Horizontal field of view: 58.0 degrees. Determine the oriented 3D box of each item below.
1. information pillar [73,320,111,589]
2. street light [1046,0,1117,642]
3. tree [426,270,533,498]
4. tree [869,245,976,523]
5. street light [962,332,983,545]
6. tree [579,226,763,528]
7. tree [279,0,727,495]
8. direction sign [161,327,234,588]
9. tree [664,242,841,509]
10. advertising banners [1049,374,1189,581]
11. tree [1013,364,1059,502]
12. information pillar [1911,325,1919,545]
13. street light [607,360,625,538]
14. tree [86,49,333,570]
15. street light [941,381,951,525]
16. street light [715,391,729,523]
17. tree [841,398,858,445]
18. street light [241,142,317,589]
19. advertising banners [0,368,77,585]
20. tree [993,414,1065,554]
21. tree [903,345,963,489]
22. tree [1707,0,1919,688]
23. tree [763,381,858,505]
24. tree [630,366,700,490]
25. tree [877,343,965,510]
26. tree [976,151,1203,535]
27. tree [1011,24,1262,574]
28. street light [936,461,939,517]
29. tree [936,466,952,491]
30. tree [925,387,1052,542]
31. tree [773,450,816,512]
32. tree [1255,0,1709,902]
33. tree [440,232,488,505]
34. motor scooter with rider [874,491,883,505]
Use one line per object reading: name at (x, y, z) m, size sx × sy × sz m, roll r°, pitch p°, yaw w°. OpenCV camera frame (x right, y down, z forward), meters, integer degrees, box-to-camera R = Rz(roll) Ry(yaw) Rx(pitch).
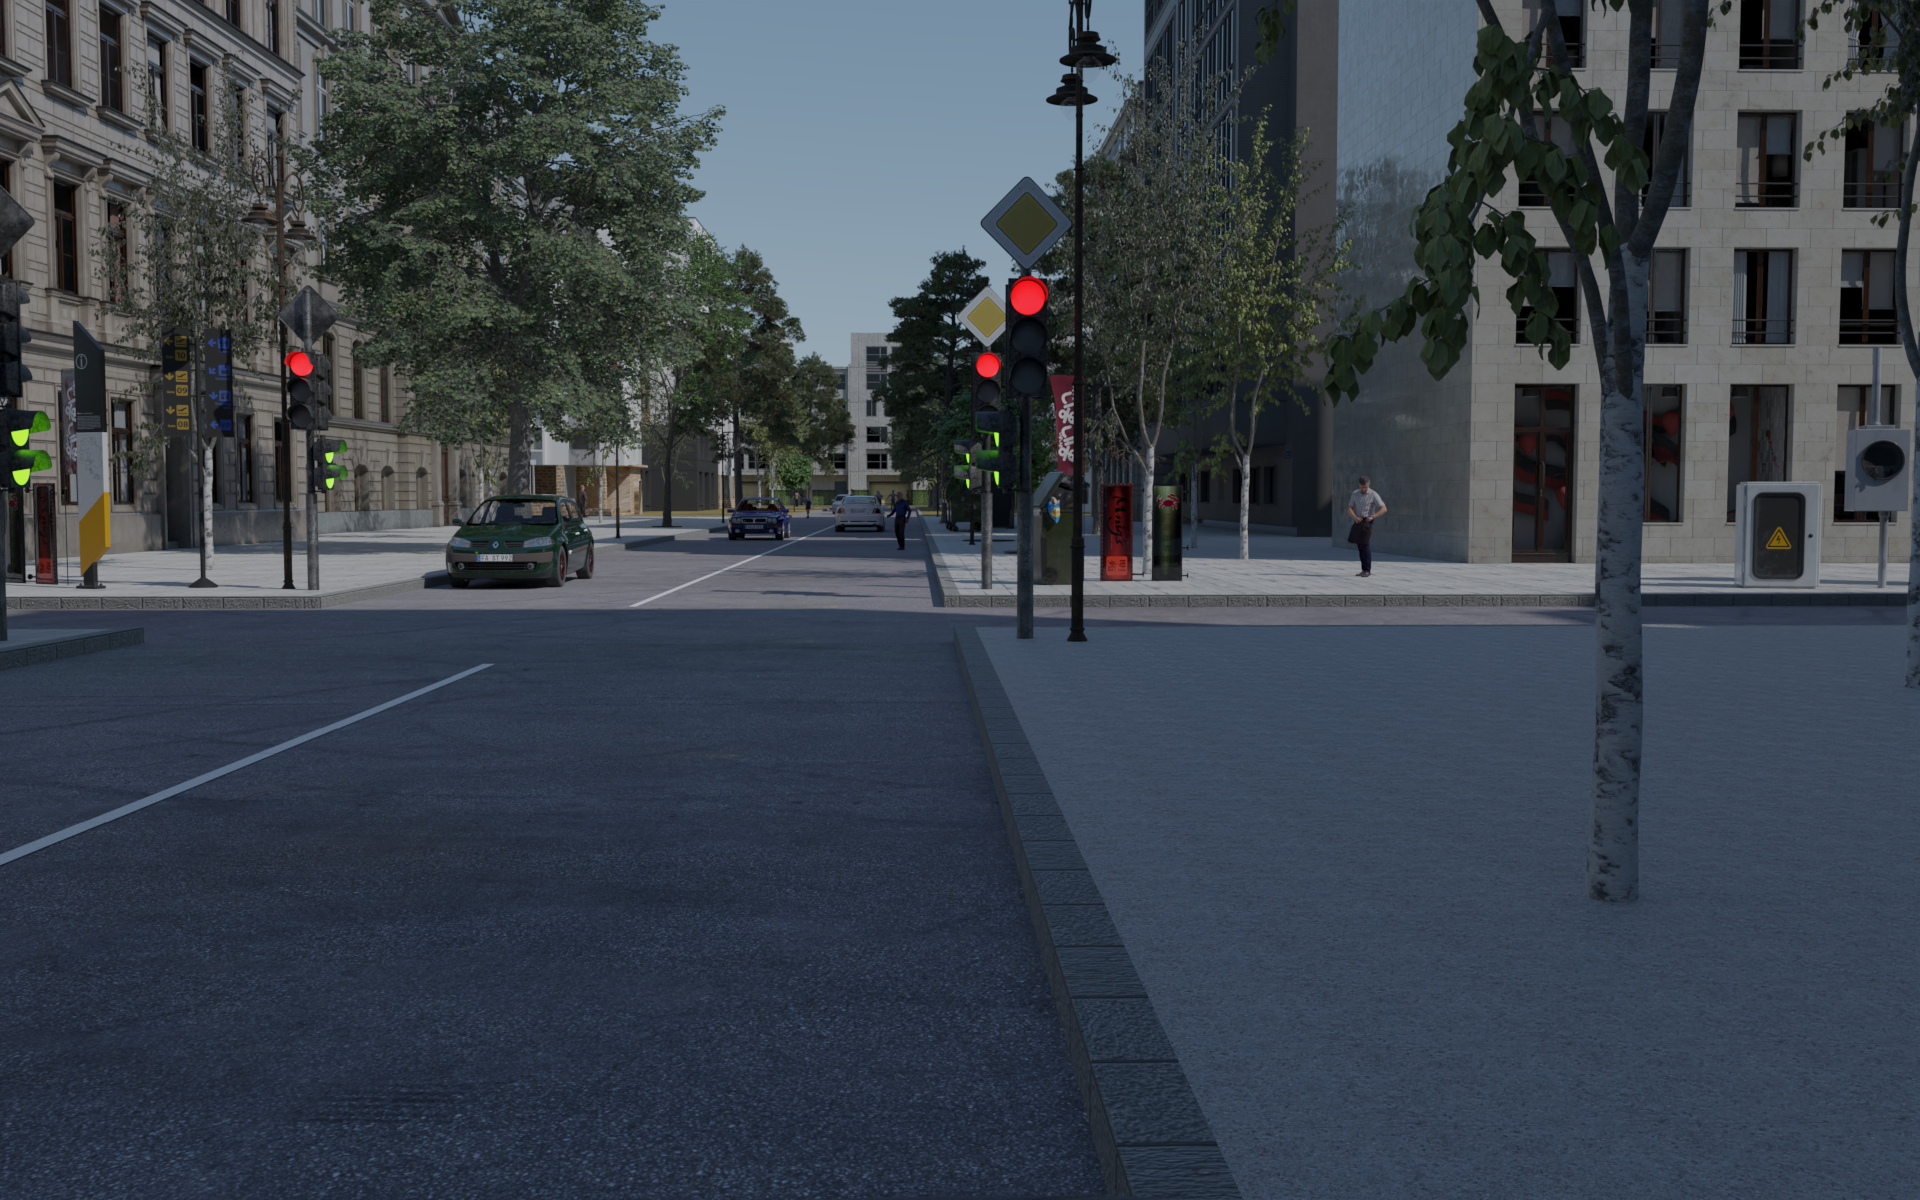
information pillar at (-11.696, -1.955, 23.323) m, size 0.504 × 3.616 × 0.183 m, roll 1°, pitch 4°, yaw 21°
street light at (1.023, -2.578, 14.937) m, size 0.468 × 5.910 × 1.993 m, roll 0°, pitch 4°, yaw -2°
tree at (-15.408, -6.472, 56.175) m, size 4.360 × 8.622 × 3.978 m, roll 0°, pitch 3°, yaw 0°
tree at (-0.608, -9.393, 75.624) m, size 6.751 × 12.117 × 7.091 m, roll 0°, pitch 3°, yaw 0°
street light at (0.305, -4.328, 43.556) m, size 0.468 × 5.910 × 1.993 m, roll 0°, pitch 4°, yaw -2°
tree at (-11.167, -8.612, 66.560) m, size 9.928 × 11.665 × 9.643 m, roll 0°, pitch 3°, yaw 0°
tree at (-9.674, -8.014, 37.688) m, size 9.857 × 13.997 × 8.962 m, roll 0°, pitch 3°, yaw 0°
direction sign at (-10.401, -1.939, 23.703) m, size 0.876 × 3.537 × 0.379 m, roll -2°, pitch 4°, yaw -28°
tree at (-11.346, -10.943, 86.346) m, size 7.806 × 13.903 × 7.818 m, roll 0°, pitch 3°, yaw 0°
advertising banners at (2.329, -1.785, 25.375) m, size 2.074 × 3.025 × 0.090 m, roll 0°, pitch 4°, yaw -5°
tree at (3.094, -9.684, 92.738) m, size 7.601 × 10.594 × 8.767 m, roll 0°, pitch 4°, yaw 7°
information pillar at (14.126, -2.021, 24.359) m, size 1.656 × 3.620 × 0.184 m, roll -1°, pitch 4°, yaw -18°
street light at (-9.906, -4.722, 49.991) m, size 0.468 × 5.910 × 1.993 m, roll 0°, pitch 4°, yaw -2°
tree at (-12.750, -4.823, 29.217) m, size 4.360 × 8.622 × 3.978 m, roll 0°, pitch 3°, yaw 0°
street light at (-0.523, -5.997, 70.841) m, size 0.468 × 5.910 × 1.993 m, roll 0°, pitch 4°, yaw -2°
street light at (-10.518, -6.358, 76.746) m, size 0.468 × 5.910 × 1.993 m, roll 0°, pitch 4°, yaw -2°
tree at (-13.206, -15.028, 153.126) m, size 7.806 × 13.903 × 7.818 m, roll 0°, pitch 3°, yaw 0°
street light at (-9.079, -3.086, 23.242) m, size 0.468 × 5.910 × 1.993 m, roll 0°, pitch 4°, yaw -2°
advertising banners at (-12.995, -1.733, 24.526) m, size 2.074 × 3.025 × 0.090 m, roll 2°, pitch 4°, yaw 30°
tree at (1.337, -2.610, 37.281) m, size 1.663 × 3.219 × 1.824 m, roll 0°, pitch 3°, yaw 0°
tree at (-0.885, -8.268, 85.537) m, size 4.360 × 8.622 × 3.978 m, roll 0°, pitch 3°, yaw 0°
tree at (6.582, -3.717, 11.143) m, size 4.360 × 8.622 × 3.978 m, roll 0°, pitch 3°, yaw 0°
tree at (-12.498, -12.708, 142.186) m, size 8.767 × 10.594 × 7.601 m, roll 0°, pitch 4°, yaw 2°
tree at (-16.329, -8.907, 95.999) m, size 4.360 × 8.622 × 3.978 m, roll 0°, pitch 3°, yaw 0°
tree at (-1.870, -14.330, 140.954) m, size 9.857 × 13.997 × 8.962 m, roll 0°, pitch 3°, yaw 0°
tree at (4.312, -8.092, 54.362) m, size 6.751 × 12.117 × 7.091 m, roll 0°, pitch 3°, yaw 0°
tree at (2.965, -4.737, 27.814) m, size 4.360 × 8.622 × 3.978 m, roll 0°, pitch 3°, yaw 0°
street light at (-1.259, -7.655, 97.950) m, size 0.468 × 5.910 × 1.993 m, roll 0°, pitch 4°, yaw -2°
tree at (-0.318, -6.518, 101.178) m, size 1.663 × 3.219 × 1.824 m, roll 0°, pitch 3°, yaw 0°
tree at (0.719, -3.882, 47.189) m, size 4.285 × 4.588 × 4.351 m, roll 0°, pitch 3°, yaw 0°
tree at (-11.922, -8.585, 124.080) m, size 4.285 × 4.588 × 4.351 m, roll 0°, pitch 3°, yaw 0°
tree at (1.852, -3.362, 5.335) m, size 4.737 × 8.622 × 4.395 m, roll 0°, pitch 3°, yaw 0°
tree at (-13.467, -6.054, 49.349) m, size 4.737 × 8.622 × 4.395 m, roll 0°, pitch 3°, yaw 0°
motor scooter with rider at (-6.917, -8.509, 148.091) m, size 0.876 × 1.779 × 1.986 m, roll 0°, pitch 4°, yaw -3°
